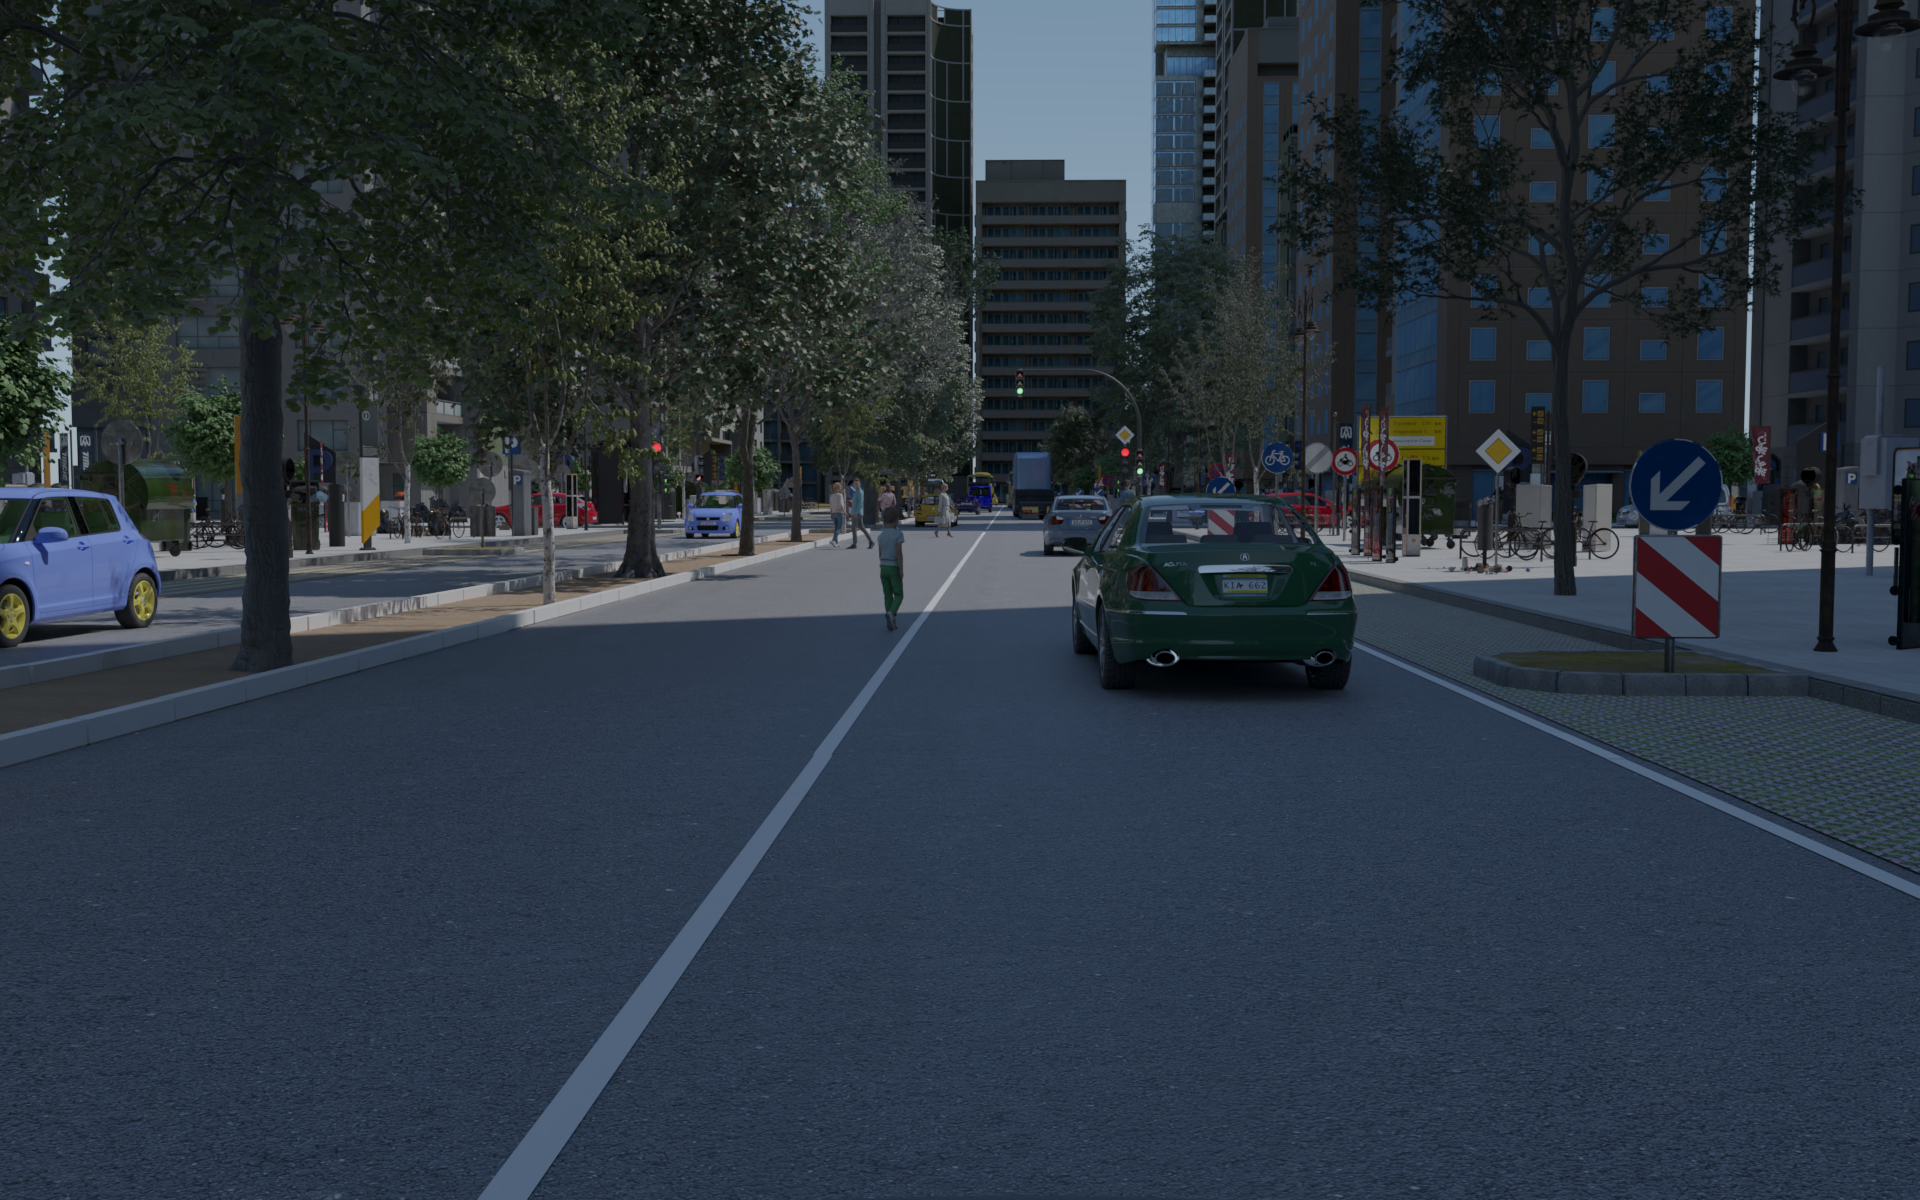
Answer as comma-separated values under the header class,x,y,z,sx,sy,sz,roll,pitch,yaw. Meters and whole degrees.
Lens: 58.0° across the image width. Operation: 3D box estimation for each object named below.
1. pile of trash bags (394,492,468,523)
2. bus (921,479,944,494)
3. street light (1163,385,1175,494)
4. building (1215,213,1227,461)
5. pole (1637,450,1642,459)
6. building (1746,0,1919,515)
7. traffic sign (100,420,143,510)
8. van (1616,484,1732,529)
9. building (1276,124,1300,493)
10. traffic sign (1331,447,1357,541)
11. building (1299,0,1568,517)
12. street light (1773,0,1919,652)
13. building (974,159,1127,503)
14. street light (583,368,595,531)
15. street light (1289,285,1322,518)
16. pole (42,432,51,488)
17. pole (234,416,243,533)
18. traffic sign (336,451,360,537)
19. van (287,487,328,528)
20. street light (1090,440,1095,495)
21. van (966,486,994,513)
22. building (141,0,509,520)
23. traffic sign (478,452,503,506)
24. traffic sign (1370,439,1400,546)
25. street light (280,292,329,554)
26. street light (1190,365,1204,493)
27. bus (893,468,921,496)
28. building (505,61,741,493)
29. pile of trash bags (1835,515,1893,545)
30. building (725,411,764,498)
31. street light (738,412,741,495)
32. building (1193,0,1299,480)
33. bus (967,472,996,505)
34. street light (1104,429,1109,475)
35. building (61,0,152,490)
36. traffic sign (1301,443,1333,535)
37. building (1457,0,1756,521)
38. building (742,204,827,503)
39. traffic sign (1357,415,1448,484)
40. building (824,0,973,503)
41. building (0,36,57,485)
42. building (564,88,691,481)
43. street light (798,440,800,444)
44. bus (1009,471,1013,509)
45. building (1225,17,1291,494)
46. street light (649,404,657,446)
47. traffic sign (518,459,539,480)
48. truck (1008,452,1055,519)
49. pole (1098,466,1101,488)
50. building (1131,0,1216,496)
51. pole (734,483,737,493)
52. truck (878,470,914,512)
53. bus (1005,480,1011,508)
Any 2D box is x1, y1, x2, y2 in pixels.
class,x,y,z,sx,sy,sz,roll,pitch,yaw
pile of trash bags,-23.620,-4.099,76.766,1.912,1.369,3.447,2,4,31
bus,-3.205,-12.995,207.333,2.948,3.499,13.247,0,4,0
street light,8.833,-6.148,73.308,0.468,5.910,1.993,0,4,2
building,33.351,-24.943,179.516,14.160,30.474,14.107,0,4,2
pole,31.660,-5.318,80.798,0.158,3.312,0.155,0,3,0
building,61.256,-33.746,93.745,28.212,58.520,21.231,0,4,2
traffic sign,-14.396,-1.812,29.738,0.768,2.556,0.104,0,4,5
van,27.690,-3.685,67.254,4.112,2.044,2.013,0,4,2
building,32.196,-22.417,138.214,14.160,30.474,14.107,0,4,2
traffic sign,10.458,-2.873,47.072,0.768,2.556,0.104,0,4,8
building,30.624,-28.476,115.686,14.600,45.320,14.200,0,4,2
street light,7.065,-2.518,13.959,0.468,5.910,1.993,0,4,2
building,12.980,-38.507,253.297,21.600,48.544,21.300,0,4,2
street light,-13.158,-5.382,60.790,0.468,5.910,1.993,0,4,2
street light,7.662,-4.023,38.559,0.468,5.910,1.993,0,4,2
pole,-29.934,-3.851,56.803,0.158,3.312,0.155,0,3,0
pole,-18.893,-3.152,45.381,0.158,3.312,0.155,0,3,0
traffic sign,-18.288,-3.159,51.760,0.768,2.556,0.104,0,4,5
van,-25.962,-3.734,68.069,4.112,2.044,2.013,0,4,3
street light,11.025,-10.520,144.789,0.468,5.910,1.993,0,4,2
van,1.560,-8.018,135.482,2.240,2.365,5.245,0,4,1
building,-33.166,-24.962,91.718,14.154,41.232,14.086,0,4,2
traffic sign,-14.109,-3.175,52.017,0.768,2.556,0.104,0,4,6
traffic sign,9.606,-2.408,39.470,0.768,2.556,0.104,0,4,6
street light,-13.884,-3.914,36.780,0.468,5.910,1.993,0,4,2
street light,8.568,-5.480,62.381,0.468,5.910,1.993,0,4,2
bus,-5.193,-10.148,157.468,2.896,3.916,12.252,0,4,3
building,-38.022,-36.193,181.001,28.713,52.752,27.495,0,4,2
pile of trash bags,24.258,-2.134,44.644,3.447,1.369,1.912,-1,4,-15
building,-30.414,-26.319,202.018,14.107,30.474,14.160,0,4,2
street light,-12.170,-7.537,96.025,0.468,5.910,1.993,0,4,2
building,37.953,-46.313,195.469,20.563,71.187,20.611,0,4,2
bus,2.379,-12.518,196.220,2.896,3.916,12.252,0,4,3
street light,10.294,-9.063,120.962,0.468,5.910,1.993,0,4,2
building,-42.268,-32.508,120.748,28.713,52.752,27.495,0,4,2
traffic sign,8.872,-2.629,43.087,0.768,2.556,0.104,0,4,7
building,30.634,-26.833,88.835,14.200,45.320,14.600,0,4,2
building,-33.688,-36.735,255.236,28.867,44.769,22.147,0,4,2
traffic sign,11.450,-3.123,44.941,2.265,3.308,0.079,1,4,9
building,-8.513,-49.842,253.174,20.611,71.187,20.563,0,4,2
building,-67.214,-33.755,93.895,28.212,58.520,21.231,0,4,2
building,-34.321,-43.918,156.308,20.563,71.187,20.611,0,4,2
street light,-11.355,-9.012,120.130,0.468,5.910,1.993,0,4,2
bus,6.062,-10.652,165.705,2.896,3.916,12.252,0,4,3
building,33.101,-31.460,164.475,14.600,45.320,14.200,0,4,2
street light,-12.802,-6.054,71.765,0.468,5.910,1.993,0,4,2
traffic sign,-15.604,-3.824,62.632,0.768,2.556,0.104,0,4,5
truck,4.628,-7.084,105.587,2.967,4.110,18.799,0,4,0
pole,10.089,-8.047,125.405,0.158,3.312,0.155,0,3,0
building,39.688,-57.486,252.575,31.000,86.520,22.319,0,4,2
pole,-14.936,-7.433,115.378,0.158,3.312,0.155,0,3,0
truck,-5.132,-8.812,140.003,3.469,3.379,9.791,0,4,1
bus,6.240,-11.395,181.165,2.948,3.499,13.247,0,4,0
